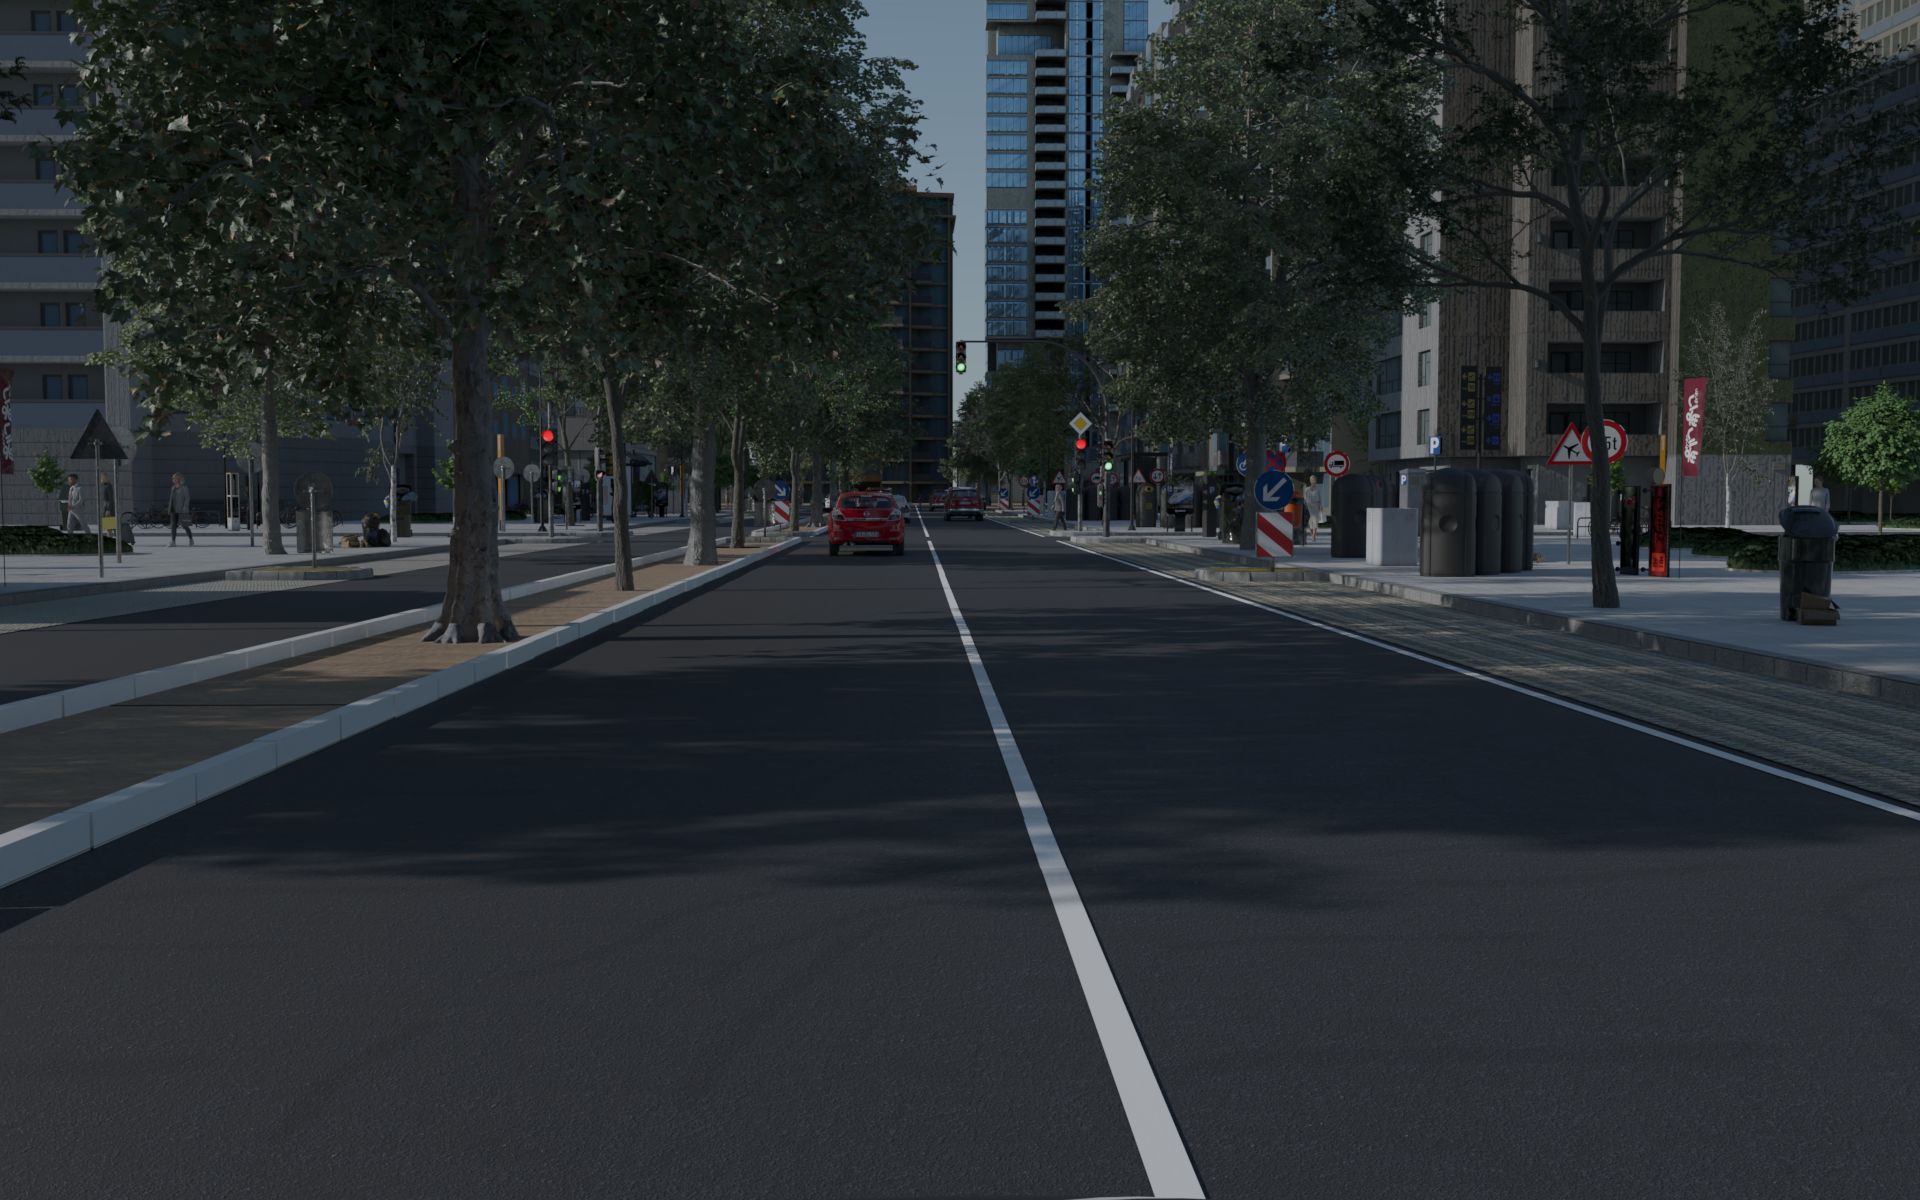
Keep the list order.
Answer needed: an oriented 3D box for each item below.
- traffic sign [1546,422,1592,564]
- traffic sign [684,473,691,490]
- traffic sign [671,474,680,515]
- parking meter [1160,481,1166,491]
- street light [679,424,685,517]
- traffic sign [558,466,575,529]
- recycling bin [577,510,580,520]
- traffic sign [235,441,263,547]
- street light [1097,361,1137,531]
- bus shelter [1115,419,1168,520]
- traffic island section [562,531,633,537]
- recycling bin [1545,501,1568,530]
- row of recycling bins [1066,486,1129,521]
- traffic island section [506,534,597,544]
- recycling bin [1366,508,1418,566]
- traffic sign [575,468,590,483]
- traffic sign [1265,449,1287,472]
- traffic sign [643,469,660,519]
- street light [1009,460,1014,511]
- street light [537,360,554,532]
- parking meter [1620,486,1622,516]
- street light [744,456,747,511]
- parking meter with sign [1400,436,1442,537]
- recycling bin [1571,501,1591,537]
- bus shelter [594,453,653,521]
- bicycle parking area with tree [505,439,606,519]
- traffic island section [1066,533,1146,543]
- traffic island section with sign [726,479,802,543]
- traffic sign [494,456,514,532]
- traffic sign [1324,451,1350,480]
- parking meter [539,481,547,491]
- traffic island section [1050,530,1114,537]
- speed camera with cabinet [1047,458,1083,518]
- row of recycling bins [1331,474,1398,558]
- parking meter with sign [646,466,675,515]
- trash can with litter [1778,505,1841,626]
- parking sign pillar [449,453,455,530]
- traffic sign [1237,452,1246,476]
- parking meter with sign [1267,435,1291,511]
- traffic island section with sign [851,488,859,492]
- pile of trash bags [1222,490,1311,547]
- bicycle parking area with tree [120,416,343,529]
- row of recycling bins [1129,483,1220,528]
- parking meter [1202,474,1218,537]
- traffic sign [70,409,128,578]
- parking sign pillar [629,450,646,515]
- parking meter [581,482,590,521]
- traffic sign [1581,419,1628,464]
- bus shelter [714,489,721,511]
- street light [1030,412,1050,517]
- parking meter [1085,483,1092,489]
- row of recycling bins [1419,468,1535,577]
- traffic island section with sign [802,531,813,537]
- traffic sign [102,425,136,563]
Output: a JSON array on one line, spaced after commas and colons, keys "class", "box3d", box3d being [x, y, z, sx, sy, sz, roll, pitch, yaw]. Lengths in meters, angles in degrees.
[{"class": "traffic sign", "box3d": [11.096, -1.927, 31.506, 0.884, 2.594, 0.081, 0, 4, 3]}, {"class": "traffic sign", "box3d": [-16.837, -6.494, 106.281, 0.768, 2.556, 0.104, 0, 4, 8]}, {"class": "traffic sign", "box3d": [-17.579, -6.597, 107.867, 0.884, 2.594, 0.081, 0, 4, 1]}, {"class": "parking meter", "box3d": [9.212, -4.449, 78.447, 0.255, 1.863, 0.399, 1, 4, 16]}, {"class": "street light", "box3d": [-14.761, -7.500, 95.160, 1.470, 5.913, 1.316, 0, 4, -2]}, {"class": "traffic sign", "box3d": [-14.270, -3.711, 62.798, 0.606, 2.300, 0.079, 0, 4, -1]}, {"class": "recycling bin", "box3d": [-18.653, -4.413, 84.712, 0.722, 1.027, 0.722, 0, 4, 6]}, {"class": "traffic sign", "box3d": [-17.182, -2.561, 41.978, 0.768, 2.556, 0.104, 0, 4, 0]}, {"class": "street light", "box3d": [5.506, -5.395, 60.742, 1.470, 5.913, 1.316, 0, 4, -2]}, {"class": "bus shelter", "box3d": [9.399, -6.918, 90.741, 2.179, 5.291, 8.768, 0, 4, -1]}, {"class": "traffic island section", "box3d": [-12.289, -2.250, 59.060, 2.009, 0.180, 2.903, 0, 4, -2]}, {"class": "recycling bin", "box3d": [21.687, -3.065, 62.666, 0.722, 1.027, 0.722, -1, 4, -21]}, {"class": "row of recycling bins", "box3d": [6.798, -4.691, 83.818, 3.534, 1.692, 1.069, -2, 4, -24]}, {"class": "traffic island section", "box3d": [-12.065, -1.761, 51.079, 2.009, 0.180, 2.903, 0, 4, -2]}, {"class": "recycling bin", "box3d": [7.759, -1.135, 31.113, 0.722, 1.027, 0.722, 0, 4, -6]}, {"class": "traffic sign", "box3d": [-18.794, -5.266, 86.210, 0.768, 2.556, 0.104, 0, 4, 3]}, {"class": "traffic sign", "box3d": [8.759, -2.965, 48.577, 0.768, 2.556, 0.104, 0, 4, 7]}, {"class": "traffic sign", "box3d": [-15.917, -5.468, 89.408, 0.884, 2.594, 0.081, 0, 4, 4]}, {"class": "street light", "box3d": [3.483, -9.901, 134.428, 1.470, 5.913, 1.316, 0, 4, -2]}, {"class": "street light", "box3d": [-13.682, -5.278, 58.837, 1.470, 5.913, 1.316, 0, 4, -2]}, {"class": "parking meter", "box3d": [19.705, -2.616, 51.190, 0.372, 1.533, 0.369, 0, 3, 0]}, {"class": "street light", "box3d": [-15.852, -9.729, 131.603, 1.470, 5.913, 1.316, 0, 4, -2]}, {"class": "parking meter with sign", "box3d": [13.584, -3.412, 52.046, 1.738, 3.016, 0.543, -1, 4, -21]}, {"class": "recycling bin", "box3d": [18.865, -2.413, 51.999, 0.722, 1.027, 0.722, 2, 4, 31]}, {"class": "bus shelter", "box3d": [-16.608, -5.617, 85.753, 2.014, 3.302, 5.546, 0, 4, -2]}, {"class": "bicycle parking area with tree", "box3d": [-22.444, -6.469, 92.774, 9.016, 4.147, 8.231, 0, 4, 3]}, {"class": "traffic island section", "box3d": [4.370, -1.789, 51.534, 2.009, 0.180, 2.903, 0, 4, -2]}, {"class": "traffic island section with sign", "box3d": [-5.860, -2.651, 51.486, 2.006, 1.907, 1.989, 0, 4, -2]}, {"class": "traffic sign", "box3d": [-15.480, -3.585, 58.714, 0.768, 2.556, 0.104, 0, 4, 8]}, {"class": "traffic sign", "box3d": [11.138, -3.131, 51.291, 0.768, 2.556, 0.104, 0, 4, 2]}, {"class": "parking meter", "box3d": [-18.692, -4.406, 77.750, 0.255, 1.863, 0.399, -2, 4, -33]}, {"class": "traffic island section", "box3d": [4.146, -2.277, 59.516, 2.009, 0.180, 2.903, 0, 4, -2]}, {"class": "speed camera with cabinet", "box3d": [5.668, -6.045, 93.175, 2.038, 3.252, 0.660, -2, 4, -34]}, {"class": "row of recycling bins", "box3d": [8.364, -1.783, 36.262, 1.069, 1.692, 3.534, 1, 4, 20]}, {"class": "parking meter with sign", "box3d": [-18.802, -6.876, 108.686, 1.738, 3.016, 0.543, -2, 4, -24]}, {"class": "trash can with litter", "box3d": [8.544, -0.359, 17.253, 0.624, 1.170, 1.055, 1, 4, 12]}, {"class": "parking sign pillar", "box3d": [-17.555, -4.496, 61.981, 1.447, 3.967, 1.447, 2, 4, 31]}, {"class": "traffic sign", "box3d": [8.576, -3.134, 51.346, 0.768, 2.556, 0.104, 0, 4, 6]}, {"class": "parking meter with sign", "box3d": [8.579, -3.271, 49.736, 1.738, 3.016, 0.543, -1, 4, -20]}, {"class": "traffic island section with sign", "box3d": [-8.177, -7.698, 133.999, 2.006, 1.907, 1.989, 0, 4, -2]}, {"class": "pile of trash bags", "box3d": [7.935, -2.076, 43.697, 1.912, 1.369, 3.447, -1, 4, -10]}, {"class": "bicycle parking area with tree", "box3d": [-27.830, -4.878, 66.766, 9.016, 4.147, 8.231, 0, 4, 4]}, {"class": "row of recycling bins", "box3d": [8.433, -3.617, 66.244, 3.534, 1.692, 1.069, 1, 4, 20]}, {"class": "parking meter", "box3d": [7.425, -2.799, 51.467, 0.399, 1.863, 0.255, -2, 4, -26]}, {"class": "traffic sign", "box3d": [-13.160, -1.619, 26.478, 0.884, 2.594, 0.081, 0, 4, 0]}, {"class": "parking sign pillar", "box3d": [-19.937, -7.182, 105.894, 1.447, 3.967, 1.447, -1, 4, -23]}, {"class": "parking meter", "box3d": [-17.948, -4.727, 83.000, 0.255, 1.863, 0.399, 2, 4, 32]}, {"class": "traffic sign", "box3d": [11.006, -1.808, 29.666, 0.768, 2.556, 0.104, 0, 4, 8]}, {"class": "bus shelter", "box3d": [-18.577, -8.403, 128.666, 1.731, 3.624, 6.357, 0, 4, -2]}, {"class": "street light", "box3d": [4.489, -7.680, 98.103, 1.470, 5.913, 1.316, 0, 4, -2]}, {"class": "parking meter", "box3d": [6.726, -5.184, 90.471, 0.255, 1.863, 0.399, 2, 4, 30]}, {"class": "row of recycling bins", "box3d": [8.464, -1.283, 28.095, 1.069, 1.692, 3.534, 3, 4, 37]}, {"class": "traffic island section with sign", "box3d": [-6.058, -3.104, 58.891, 2.006, 1.907, 1.989, 0, 4, -2]}, {"class": "traffic sign", "box3d": [-15.600, -1.954, 32.055, 0.768, 2.556, 0.104, 0, 4, 5]}]
